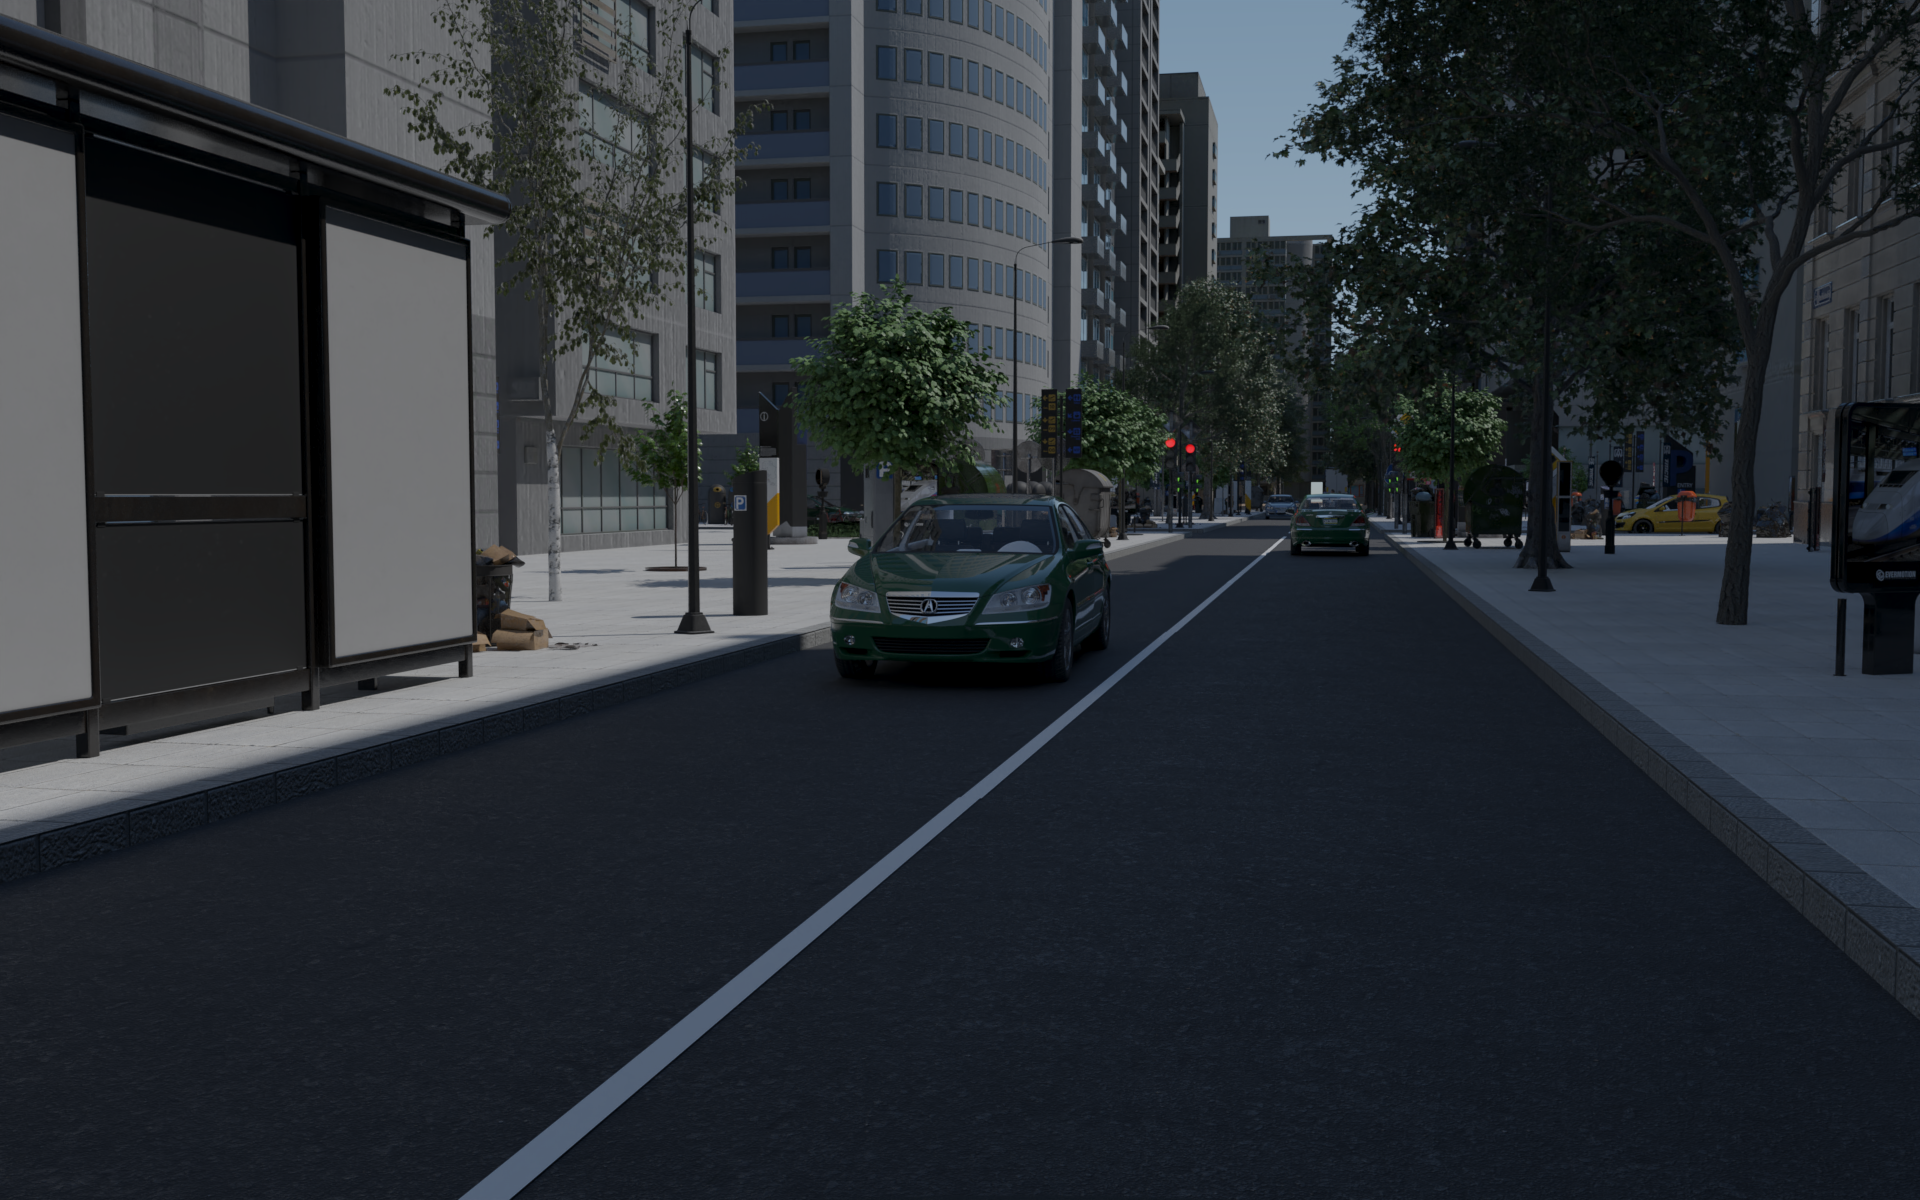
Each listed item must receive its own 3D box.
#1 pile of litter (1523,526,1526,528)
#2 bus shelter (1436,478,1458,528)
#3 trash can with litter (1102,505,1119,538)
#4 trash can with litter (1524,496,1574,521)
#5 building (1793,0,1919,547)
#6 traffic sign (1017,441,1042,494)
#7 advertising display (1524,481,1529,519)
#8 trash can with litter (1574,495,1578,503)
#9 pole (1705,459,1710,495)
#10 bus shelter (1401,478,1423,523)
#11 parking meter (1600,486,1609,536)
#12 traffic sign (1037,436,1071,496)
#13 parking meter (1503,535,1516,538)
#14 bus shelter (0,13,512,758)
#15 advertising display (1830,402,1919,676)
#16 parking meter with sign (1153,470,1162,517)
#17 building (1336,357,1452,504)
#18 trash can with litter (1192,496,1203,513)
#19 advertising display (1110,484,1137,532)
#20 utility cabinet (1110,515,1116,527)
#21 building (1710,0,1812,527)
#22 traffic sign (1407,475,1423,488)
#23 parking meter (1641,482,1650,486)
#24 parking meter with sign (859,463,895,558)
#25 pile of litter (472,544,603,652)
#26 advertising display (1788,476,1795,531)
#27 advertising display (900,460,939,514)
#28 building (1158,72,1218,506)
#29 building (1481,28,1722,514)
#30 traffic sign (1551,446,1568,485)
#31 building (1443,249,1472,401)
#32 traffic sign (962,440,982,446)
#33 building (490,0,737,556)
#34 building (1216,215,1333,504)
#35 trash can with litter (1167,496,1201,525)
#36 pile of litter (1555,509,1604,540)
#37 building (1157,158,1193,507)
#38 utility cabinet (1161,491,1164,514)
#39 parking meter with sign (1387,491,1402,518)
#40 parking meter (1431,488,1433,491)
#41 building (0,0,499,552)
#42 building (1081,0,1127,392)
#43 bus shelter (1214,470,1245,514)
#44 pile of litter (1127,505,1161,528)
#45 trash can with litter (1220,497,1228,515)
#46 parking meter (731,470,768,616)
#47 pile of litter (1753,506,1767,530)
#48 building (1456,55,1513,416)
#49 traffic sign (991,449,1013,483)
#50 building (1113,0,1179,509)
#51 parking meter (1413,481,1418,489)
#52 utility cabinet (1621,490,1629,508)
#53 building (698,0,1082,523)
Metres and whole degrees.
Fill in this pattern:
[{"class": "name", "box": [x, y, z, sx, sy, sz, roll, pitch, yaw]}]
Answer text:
[{"class": "pile of litter", "box": [22.296, -3.187, 66.078, 1.719, 0.858, 1.176, 2, 4, 30]}, {"class": "bus shelter", "box": [18.824, -4.564, 65.905, 1.731, 3.624, 6.357, 1, 4, 12]}, {"class": "trash can with litter", "box": [4.227, -2.427, 51.068, 0.624, 1.170, 1.055, 2, 4, 32]}, {"class": "trash can with litter", "box": [27.393, -4.303, 81.408, 1.678, 1.210, 2.233, -1, 4, -8]}, {"class": "building", "box": [24.800, -14.332, 31.599, 12.463, 27.353, 25.104, 1, 4, 12]}, {"class": "traffic sign", "box": [1.630, -2.519, 41.298, 0.768, 2.556, 0.104, 1, 4, 20]}, {"class": "advertising display", "box": [28.971, -5.032, 87.489, 0.974, 1.923, 0.123, -1, 4, -13]}, {"class": "trash can with litter", "box": [32.420, -4.931, 91.682, 1.678, 1.210, 2.233, 1, 4, 22]}, {"class": "pole", "box": [29.273, -4.526, 67.849, 0.158, 3.312, 0.155, 0, 3, 0]}, {"class": "bus shelter", "box": [21.344, -6.263, 80.031, 2.179, 5.291, 8.768, 1, 4, 12]}, {"class": "parking meter", "box": [19.952, -2.754, 53.442, 0.372, 1.533, 0.369, 0, 3, 0]}, {"class": "traffic sign", "box": [2.056, -2.316, 37.970, 0.768, 2.556, 0.104, 1, 4, 18]}, {"class": "parking meter", "box": [15.897, -2.717, 50.130, 0.399, 1.863, 0.255, 1, 4, 12]}, {"class": "bus shelter", "box": [-5.088, -1.857, 7.989, 2.179, 5.291, 8.768, 1, 4, 12]}, {"class": "advertising display", "box": [6.617, -0.433, 12.299, 0.974, 1.923, 0.123, -1, 4, -18]}, {"class": "parking meter with sign", "box": [11.356, -6.310, 99.423, 0.543, 3.016, 1.738, 1, 4, 10]}, {"class": "building", "box": [66.060, -24.016, 237.694, 28.899, 21.520, 27.650, 1, 4, 12]}, {"class": "trash can with litter", "box": [16.098, -6.396, 115.961, 1.055, 1.170, 0.624, -3, 4, -38]}, {"class": "advertising display", "box": [5.410, -3.220, 57.859, 0.974, 1.923, 0.123, 0, 4, -1]}, {"class": "utility cabinet", "box": [5.610, -3.419, 67.058, 1.020, 1.237, 0.306, 1, 4, 15]}, {"class": "building", "box": [44.982, -27.570, 74.466, 21.600, 48.544, 21.300, 1, 4, 12]}, {"class": "traffic sign", "box": [17.270, -4.008, 65.539, 0.884, 2.594, 0.081, 1, 4, 16]}, {"class": "parking meter", "box": [33.872, -4.884, 85.570, 0.399, 1.863, 0.255, 3, 5, 40]}, {"class": "parking meter with sign", "box": [-1.382, -2.083, 30.312, 0.543, 3.016, 1.738, -1, 4, -19]}, {"class": "pile of litter", "box": [-3.926, -0.027, 14.400, 1.719, 0.858, 1.176, 1, 4, 10]}, {"class": "advertising display", "box": [29.341, -3.419, 61.115, 0.123, 1.923, 0.974, 1, 4, 21]}, {"class": "advertising display", "box": [-0.882, -1.675, 32.600, 0.974, 1.923, 0.123, -1, 4, -12]}, {"class": "building", "box": [18.063, -35.147, 198.348, 21.600, 48.544, 21.300, 1, 4, 12]}, {"class": "building", "box": [50.883, -32.355, 118.241, 28.713, 52.752, 27.495, 1, 4, 12]}, {"class": "traffic sign", "box": [14.151, -2.463, 41.460, 0.795, 2.450, 0.064, 1, 4, 20]}, {"class": "building", "box": [63.081, -34.445, 182.784, 23.786, 49.044, 30.456, 1, 4, 12]}, {"class": "traffic sign", "box": [0.194, -2.435, 39.912, 0.768, 2.556, 0.104, 1, 4, 16]}, {"class": "building", "box": [-13.566, -21.955, 42.567, 14.086, 41.232, 14.154, 1, 4, 12]}, {"class": "building", "box": [40.661, -33.816, 244.767, 23.993, 40.220, 32.217, 1, 4, 12]}, {"class": "trash can with litter", "box": [9.185, -3.730, 72.046, 1.678, 1.210, 2.233, 1, 4, 18]}, {"class": "pile of litter", "box": [17.765, -2.160, 49.286, 1.176, 0.858, 1.719, 2, 4, 32]}, {"class": "building", "box": [7.170, -29.575, 175.434, 32.217, 40.220, 23.993, 1, 4, 12]}, {"class": "utility cabinet", "box": [12.437, -6.057, 107.715, 0.318, 1.500, 1.173, 1, 4, 16]}, {"class": "parking meter with sign", "box": [23.733, -5.941, 93.397, 1.738, 3.016, 0.543, -3, 5, -41]}, {"class": "parking meter", "box": [19.211, -3.831, 71.055, 0.372, 1.533, 0.369, 0, 3, 0]}, {"class": "building", "box": [-20.349, -28.842, 13.574, 21.231, 58.520, 28.212, 1, 4, 12]}, {"class": "building", "box": [0.092, -30.983, 126.174, 23.786, 49.044, 30.456, 1, 4, 12]}, {"class": "bus shelter", "box": [17.642, -7.338, 113.899, 2.014, 3.302, 5.546, 1, 4, 12]}, {"class": "pile of litter", "box": [6.964, -3.152, 65.500, 1.719, 0.858, 1.176, 3, 4, 38]}, {"class": "trash can with litter", "box": [16.586, -5.897, 107.806, 0.624, 1.170, 1.055, -2, 4, -26]}, {"class": "parking meter", "box": [-2.225, -0.608, 18.349, 0.372, 1.533, 0.369, 0, 3, 0]}, {"class": "pile of litter", "box": [30.515, -3.132, 65.174, 1.176, 0.858, 1.719, 1, 4, 13]}, {"class": "building", "box": [56.234, -30.549, 154.102, 22.147, 44.769, 28.867, 1, 4, 12]}, {"class": "traffic sign", "box": [0.981, -2.260, 39.073, 0.606, 2.300, 0.079, 1, 4, 20]}, {"class": "building", "box": [8.922, -43.613, 151.331, 20.563, 71.187, 20.611, 1, 4, 12]}, {"class": "parking meter", "box": [19.058, -4.063, 72.139, 0.399, 1.863, 0.255, -3, 5, -41]}, {"class": "utility cabinet", "box": [39.344, -5.742, 102.559, 0.318, 1.500, 1.173, 1, 4, 12]}, {"class": "building", "box": [-6.123, -33.462, 89.099, 21.231, 58.520, 28.212, 1, 4, 12]}]
